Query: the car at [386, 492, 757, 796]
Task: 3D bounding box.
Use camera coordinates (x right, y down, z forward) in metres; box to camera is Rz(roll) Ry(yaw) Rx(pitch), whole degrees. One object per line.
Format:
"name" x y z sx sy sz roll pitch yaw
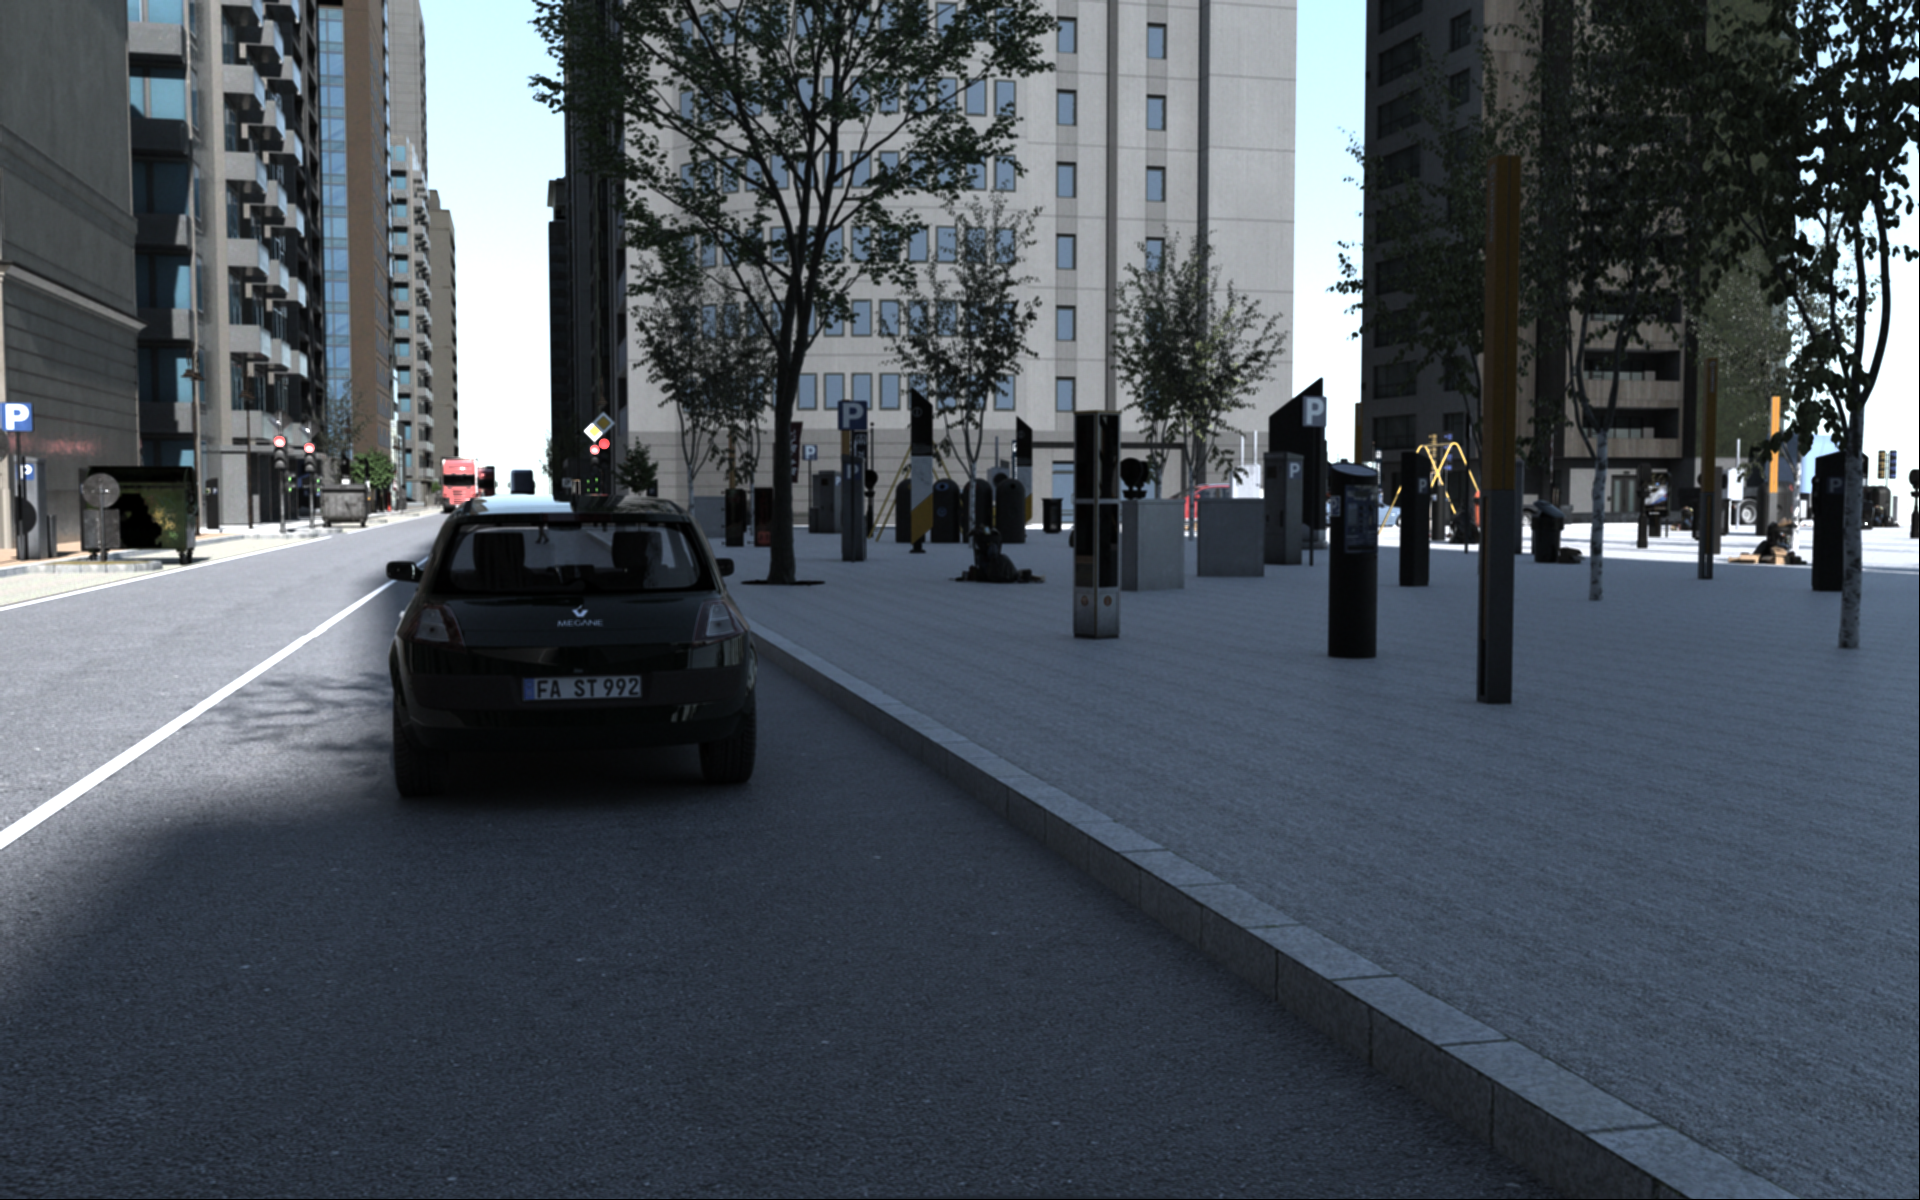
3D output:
"car" -2.210 0.002 9.752 2.009 1.686 4.222 -1 4 -14

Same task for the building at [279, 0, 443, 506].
"building" -86.428 -49.900 254.113 20.563 71.187 20.611 -1 4 -14

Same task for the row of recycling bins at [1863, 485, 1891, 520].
"row of recycling bins" 44.184 -4.721 84.295 1.069 1.692 3.534 0 4 3

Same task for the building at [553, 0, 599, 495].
"building" -47.388 -49.368 245.423 20.563 71.187 20.611 -1 4 -14

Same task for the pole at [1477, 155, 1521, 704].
"pole" 3.289 -1.023 10.567 0.158 3.312 0.155 0 3 0

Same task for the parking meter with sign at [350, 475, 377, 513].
"parking meter with sign" -41.005 -7.508 119.019 1.738 3.016 0.543 -1 4 -18

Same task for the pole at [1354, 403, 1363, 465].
"pole" 8.888 -2.744 38.704 0.158 3.312 0.155 0 3 0

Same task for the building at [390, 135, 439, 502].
"building" -82.060 -37.309 229.607 23.786 49.044 30.456 -1 4 -14

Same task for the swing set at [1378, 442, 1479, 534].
"swing set" 14.884 -3.439 53.852 2.862 2.851 3.119 0 4 -4

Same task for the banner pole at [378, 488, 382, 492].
"banner pole" -43.385 -8.532 129.514 0.863 3.779 0.401 2 4 33

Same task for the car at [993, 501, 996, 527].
"car" 0.453 -3.508 67.575 3.980 1.641 2.015 -1 4 -13

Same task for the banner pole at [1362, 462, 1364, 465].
"banner pole" 22.737 -6.561 97.297 0.401 3.779 0.863 3 5 41

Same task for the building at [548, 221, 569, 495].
"building" -54.883 -35.396 262.313 14.154 41.232 14.086 -1 4 -14

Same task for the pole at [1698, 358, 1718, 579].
"pole" 11.250 -1.970 26.046 0.158 3.312 0.155 0 3 0

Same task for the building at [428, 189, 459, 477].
"building" -91.378 -39.853 275.295 21.300 48.544 21.600 -1 4 -14

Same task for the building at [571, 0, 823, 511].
"building" -26.374 -38.180 166.245 21.231 58.520 28.212 -1 4 -14

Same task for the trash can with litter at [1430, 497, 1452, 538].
"trash can with litter" 14.513 -2.421 50.636 2.233 1.210 1.678 0 4 -1

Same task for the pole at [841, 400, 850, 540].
"pole" -2.472 -2.671 37.520 0.158 3.312 0.155 0 3 0

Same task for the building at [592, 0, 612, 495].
"building" -13.692 -20.001 98.715 14.160 30.474 14.107 -1 4 -14

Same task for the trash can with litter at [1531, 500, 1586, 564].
"trash can with litter" 11.182 -1.279 32.292 0.624 1.170 1.055 -2 4 -33

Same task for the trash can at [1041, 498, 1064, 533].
"trash can" 3.018 -2.751 56.630 0.748 1.137 0.748 0 3 0

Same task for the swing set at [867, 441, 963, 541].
"swing set" -1.072 -3.110 48.474 2.862 2.851 3.119 0 4 -7

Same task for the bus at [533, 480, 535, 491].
"bus" -67.919 -17.070 270.648 2.896 3.916 12.252 -1 4 -15

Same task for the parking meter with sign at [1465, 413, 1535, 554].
"parking meter with sign" 11.725 -2.497 37.085 1.738 3.016 0.543 1 4 19

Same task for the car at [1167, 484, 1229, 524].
"car" 9.540 -3.613 67.753 5.304 1.827 2.281 -1 4 -15

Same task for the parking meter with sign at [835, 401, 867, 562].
"parking meter with sign" -2.024 -2.264 33.275 0.543 3.016 1.738 0 4 -1

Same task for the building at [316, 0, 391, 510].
"building" -54.370 -30.010 140.777 14.600 45.320 14.200 -1 4 -14

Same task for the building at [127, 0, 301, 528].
"building" -41.338 -27.841 74.801 23.786 49.044 30.456 -1 4 -14

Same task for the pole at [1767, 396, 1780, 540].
"pole" 17.028 -2.595 36.268 0.158 3.312 0.155 0 3 0

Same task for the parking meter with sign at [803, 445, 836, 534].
"parking meter with sign" -4.215 -3.685 56.509 1.738 3.016 0.543 3 4 37

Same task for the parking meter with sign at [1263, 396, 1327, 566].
"parking meter with sign" 5.909 -2.162 31.607 0.543 3.016 1.738 -2 4 -27

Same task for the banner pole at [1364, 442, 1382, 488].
"banner pole" 19.937 -5.686 82.989 0.863 3.779 0.401 -3 4 -36

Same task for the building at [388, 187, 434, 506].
"building" -74.541 -30.317 187.565 32.217 40.220 23.993 -1 4 -14

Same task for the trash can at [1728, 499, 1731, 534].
"trash can" 23.399 -2.555 53.427 0.748 1.137 0.748 0 3 0

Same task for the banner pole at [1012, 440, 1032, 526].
"banner pole" 2.514 -4.930 70.627 0.863 3.779 0.401 1 4 10

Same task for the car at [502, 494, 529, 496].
"car" -19.778 -4.000 77.202 2.131 1.459 4.920 -1 4 -15

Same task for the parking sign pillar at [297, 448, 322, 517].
"parking sign pillar" -37.018 -6.722 98.379 1.447 3.967 1.447 1 4 21

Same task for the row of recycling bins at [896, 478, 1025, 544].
"row of recycling bins" -0.001 -2.355 45.614 3.534 1.692 1.069 1 4 13

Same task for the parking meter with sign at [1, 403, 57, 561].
"parking meter with sign" -18.164 -2.302 33.896 0.543 3.016 1.738 -1 4 -13

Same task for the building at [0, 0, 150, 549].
"building" -37.765 -12.852 43.407 30.059 22.955 16.112 -1 4 -14

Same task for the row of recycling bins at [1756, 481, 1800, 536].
"row of recycling bins" 25.452 -2.866 53.965 1.069 1.692 3.534 2 4 33

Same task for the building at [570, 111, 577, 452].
"building" -34.447 -32.813 186.598 14.600 45.320 14.200 -1 4 -14

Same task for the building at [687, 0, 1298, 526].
"building" -1.710 -32.924 80.308 28.212 58.520 21.231 -1 4 -14

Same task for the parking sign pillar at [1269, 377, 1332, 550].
"parking sign pillar" 7.898 -3.183 40.517 1.447 3.967 1.447 2 4 35

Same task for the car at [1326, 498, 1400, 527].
"car" 16.487 -3.614 71.094 4.499 1.417 2.014 -1 4 -12

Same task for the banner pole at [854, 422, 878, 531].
"banner pole" -3.295 -4.313 60.538 0.863 3.779 0.401 0 4 2

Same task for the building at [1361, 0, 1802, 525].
"building" 28.357 -18.927 81.155 14.107 30.474 14.160 -1 4 -14

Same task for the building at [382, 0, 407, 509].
"building" -63.519 -51.862 160.617 22.319 86.520 31.000 -1 4 -14

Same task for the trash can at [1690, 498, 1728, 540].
"trash can" 20.615 -2.221 47.962 0.748 1.137 0.748 0 3 0

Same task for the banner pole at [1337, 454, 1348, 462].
"banner pole" 23.680 -7.191 107.588 0.863 3.779 0.401 0 4 -1

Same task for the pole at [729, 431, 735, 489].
"pole" -7.344 -3.794 55.881 0.158 3.312 0.155 0 3 0
